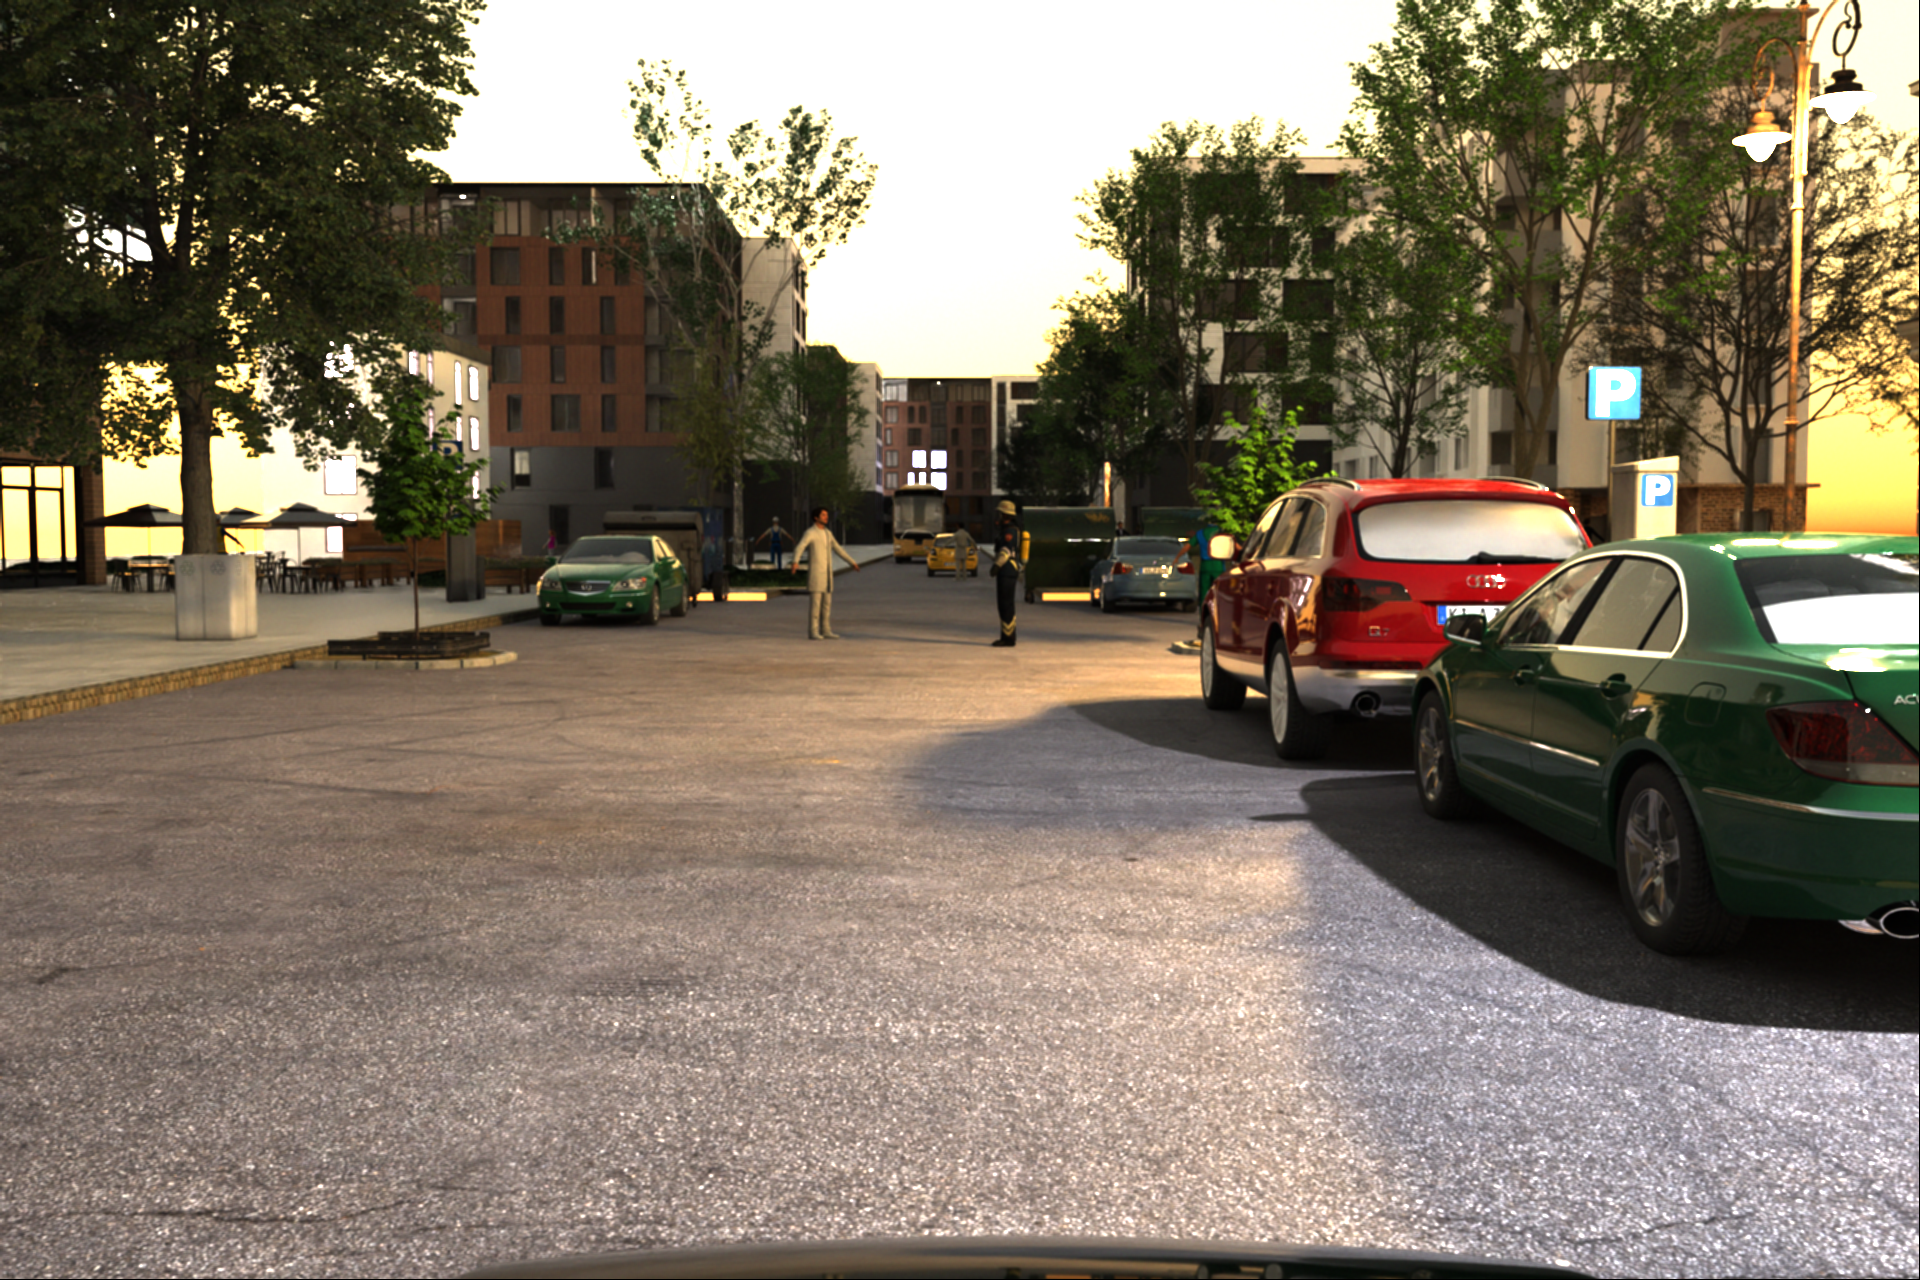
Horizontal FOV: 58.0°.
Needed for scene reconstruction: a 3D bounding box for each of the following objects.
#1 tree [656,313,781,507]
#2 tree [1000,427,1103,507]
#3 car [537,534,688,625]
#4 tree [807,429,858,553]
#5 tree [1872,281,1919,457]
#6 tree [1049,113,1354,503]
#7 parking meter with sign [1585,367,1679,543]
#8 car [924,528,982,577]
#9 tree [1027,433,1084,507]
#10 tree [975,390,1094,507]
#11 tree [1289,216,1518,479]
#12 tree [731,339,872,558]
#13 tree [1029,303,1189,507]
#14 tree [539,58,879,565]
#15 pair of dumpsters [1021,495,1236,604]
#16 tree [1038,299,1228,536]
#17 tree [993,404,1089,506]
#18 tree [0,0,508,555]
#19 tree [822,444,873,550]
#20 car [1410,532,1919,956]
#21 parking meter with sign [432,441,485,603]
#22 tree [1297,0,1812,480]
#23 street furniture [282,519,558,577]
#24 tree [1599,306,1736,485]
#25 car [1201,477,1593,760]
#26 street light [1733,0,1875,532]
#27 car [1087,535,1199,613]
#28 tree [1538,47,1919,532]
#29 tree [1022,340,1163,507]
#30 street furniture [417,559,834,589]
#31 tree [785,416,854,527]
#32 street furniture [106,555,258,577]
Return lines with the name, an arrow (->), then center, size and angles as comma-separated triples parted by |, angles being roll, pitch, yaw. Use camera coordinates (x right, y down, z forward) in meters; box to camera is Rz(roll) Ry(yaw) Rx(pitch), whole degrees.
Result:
tree -> -8.459, -6.635, 58.847 | 4.737, 8.622, 4.395 | 0, 3, 0
tree -> 6.909, -12.127, 132.681 | 8.767, 10.594, 7.601 | 1, 4, 13
car -> -5.665, -1.032, 28.665 | 2.131, 1.459, 4.920 | 0, 4, 0
tree -> -8.910, -10.343, 119.478 | 4.737, 8.622, 4.395 | 0, 3, 0
tree -> 28.417, -6.155, 51.004 | 4.360, 8.622, 3.978 | 0, 3, 0
tree -> 6.026, -7.214, 43.696 | 9.928, 11.665, 9.643 | 0, 3, 0
parking meter with sign -> 6.819, -1.289, 17.331 | 0.543, 3.016, 1.738 | 0, 3, 0
car -> -0.254, -3.011, 59.455 | 2.015, 1.641, 3.980 | 0, 3, 0
tree -> 6.050, -9.964, 113.268 | 4.360, 8.622, 3.978 | 0, 3, 0
tree -> 6.547, -14.299, 144.156 | 12.009, 13.543, 11.850 | 0, 3, 0
tree -> 14.217, -7.968, 56.036 | 9.928, 11.665, 9.643 | 0, 3, 0
tree -> -8.394, -10.140, 91.545 | 9.928, 11.665, 9.643 | 0, 3, 0
tree -> 6.704, -9.317, 78.087 | 9.928, 11.665, 9.643 | 0, 3, 0
tree -> -10.587, -13.165, 71.144 | 12.611, 20.169, 13.585 | 0, 3, 0
pair of dumpsters -> 3.457, -1.901, 36.038 | 4.436, 2.255, 1.574 | 0, 4, -1
tree -> 6.735, -8.081, 66.540 | 8.767, 10.594, 7.601 | 3, 5, 44
tree -> 5.920, -11.590, 123.910 | 7.601, 10.594, 8.767 | 1, 4, 15
tree -> -11.999, -7.339, 26.645 | 9.857, 13.997, 8.962 | 0, 3, 0
tree -> -9.262, -11.558, 139.343 | 4.737, 8.622, 4.395 | 0, 3, 0
car -> 3.275, 0.274, 7.317 | 2.131, 1.459, 4.920 | 0, 3, 0
parking meter with sign -> -9.548, -2.258, 33.186 | 0.543, 3.016, 1.738 | 0, 3, 0
tree -> 9.904, -6.364, 29.807 | 9.928, 11.665, 9.643 | 0, 3, 0
street furniture -> -15.178, -2.897, 54.225 | 9.812, 1.723, 11.010 | 0, 4, 4
tree -> 21.685, -6.408, 55.126 | 4.360, 8.622, 3.978 | 0, 3, 0
car -> 3.026, -0.237, 12.541 | 2.281, 1.827, 5.304 | 0, 4, 0
street light -> 7.172, -2.575, 14.894 | 0.468, 5.910, 1.993 | 0, 3, 0
car -> 3.448, -1.273, 32.817 | 2.014, 1.417, 4.499 | 0, 3, 0
tree -> 20.047, -8.168, 43.918 | 12.009, 13.543, 11.850 | 0, 3, 0
tree -> 6.649, -9.896, 87.550 | 9.928, 11.665, 9.643 | 0, 3, 0
street furniture -> -7.998, -1.672, 42.966 | 10.072, 0.657, 5.734 | 0, 4, 6
tree -> -8.792, -9.656, 108.235 | 4.737, 8.622, 4.395 | 0, 3, 0
street furniture -> -26.440, -2.459, 55.831 | 5.734, 0.657, 10.072 | 0, 4, 2
